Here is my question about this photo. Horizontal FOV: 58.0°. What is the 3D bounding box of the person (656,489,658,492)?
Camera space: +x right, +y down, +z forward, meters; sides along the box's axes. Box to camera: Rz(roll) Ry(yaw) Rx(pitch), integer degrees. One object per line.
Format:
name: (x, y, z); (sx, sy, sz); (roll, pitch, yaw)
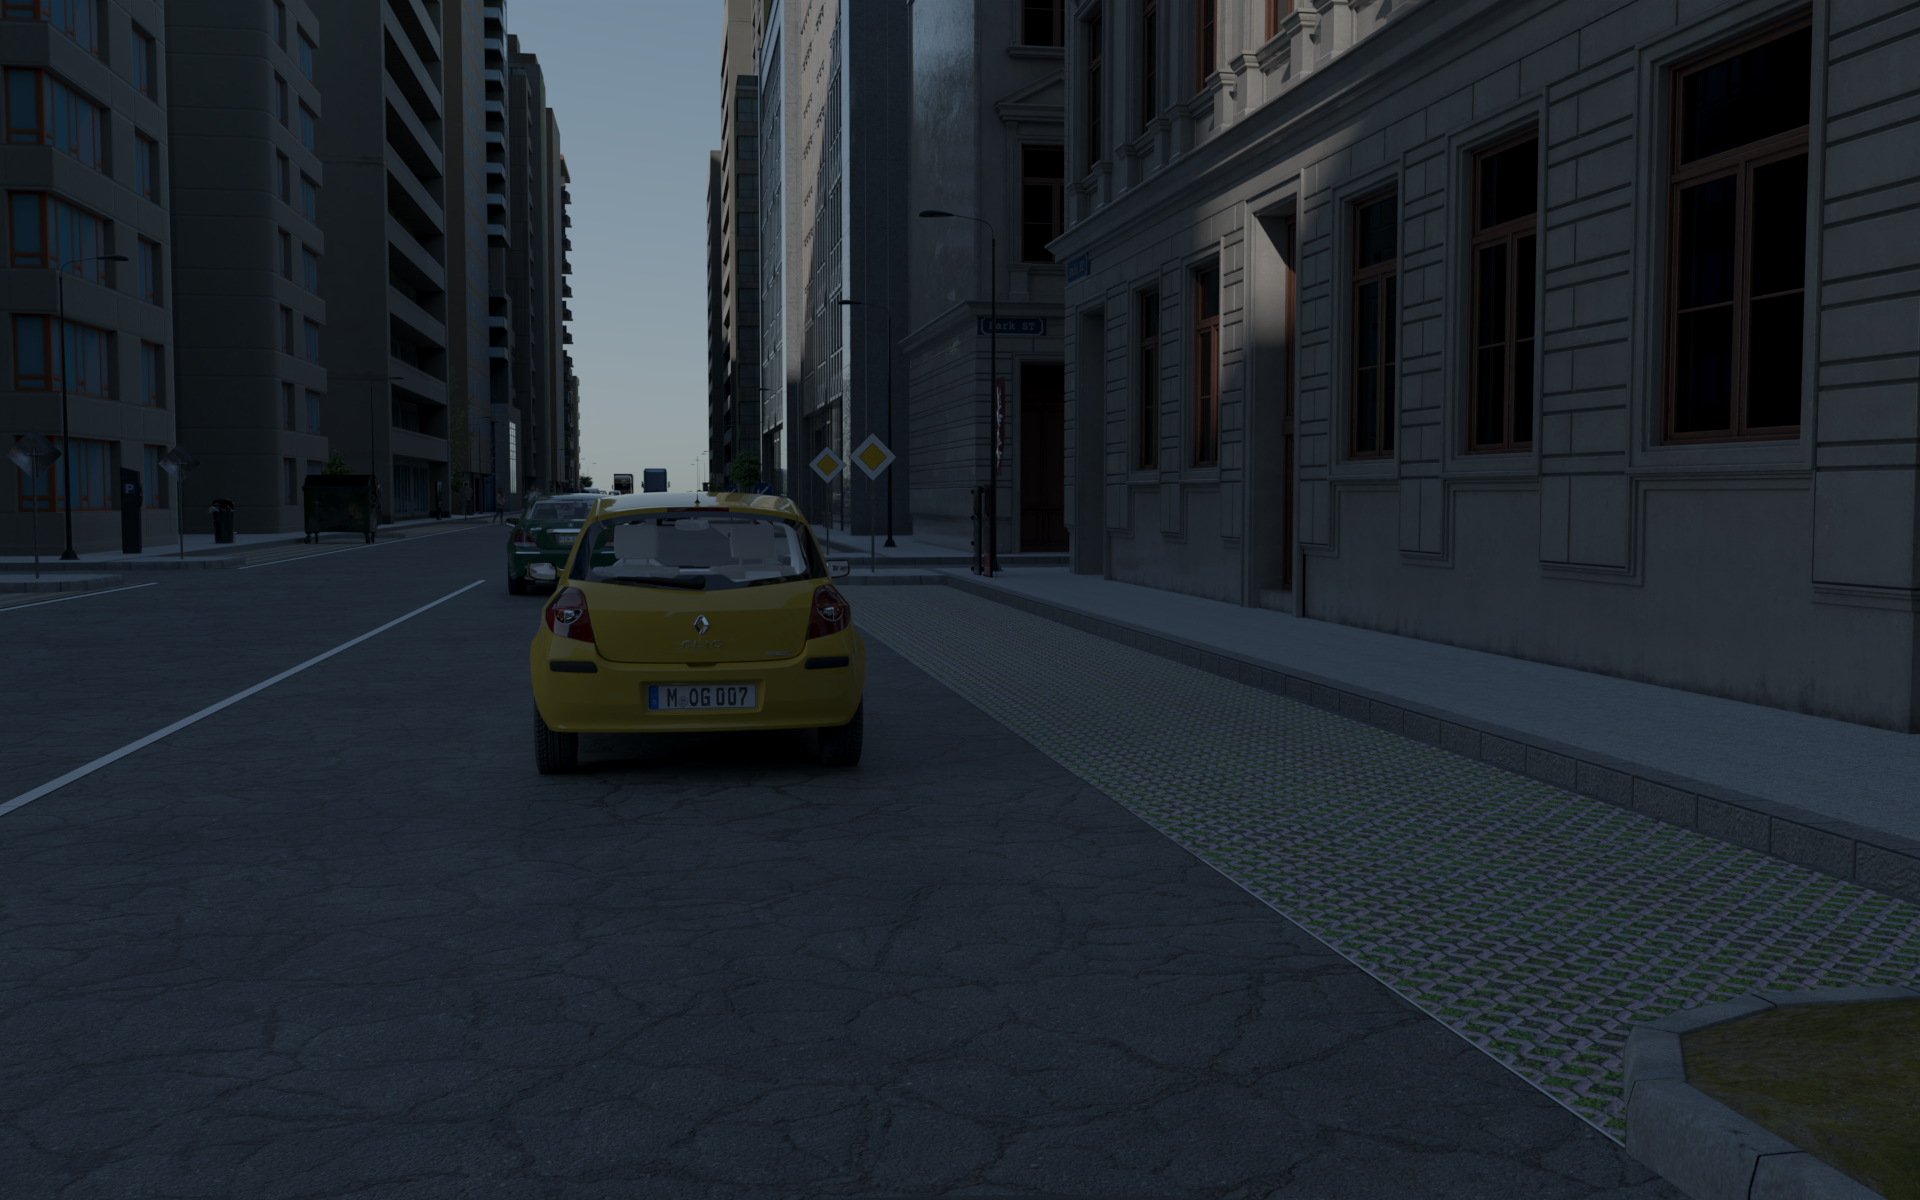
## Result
person: (-25.237, -8.311, 144.345); (1.348, 1.831, 0.705); (-1, 4, -20)

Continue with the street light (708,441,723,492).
street light: (-20.960, -10.912, 150.945); (1.470, 5.913, 1.316); (-1, 4, -10)

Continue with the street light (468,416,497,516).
street light: (-28.591, -7.988, 103.139); (1.470, 5.913, 1.316); (-1, 4, -10)

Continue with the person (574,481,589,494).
person: (-13.546, -3.300, 61.813); (0.648, 1.900, 0.474); (-1, 4, -18)

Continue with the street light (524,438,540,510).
street light: (-35.561, -10.483, 143.938); (1.470, 5.913, 1.316); (-1, 4, -10)

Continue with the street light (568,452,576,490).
street light: (-43.520, -13.369, 191.116); (1.470, 5.913, 1.316); (-1, 4, -10)

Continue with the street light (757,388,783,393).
street light: (-8.182, -6.324, 75.946); (1.470, 5.913, 1.316); (-1, 4, -10)

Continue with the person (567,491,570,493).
person: (-33.711, -8.589, 149.718); (1.217, 1.735, 0.721); (3, 4, 36)

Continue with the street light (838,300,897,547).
street light: (-2.227, -4.225, 41.624); (1.470, 5.913, 1.316); (-1, 4, -10)

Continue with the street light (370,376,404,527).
street light: (-22.639, -5.863, 68.407); (1.470, 5.913, 1.316); (-1, 4, -10)

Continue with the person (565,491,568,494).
person: (-33.467, -8.441, 147.316); (0.445, 1.727, 0.742); (0, 4, -3)

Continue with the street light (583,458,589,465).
street light: (-49.589, -15.501, 225.974); (1.470, 5.913, 1.316); (-1, 4, -10)

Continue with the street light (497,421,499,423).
street light: (-29.817, -8.382, 109.581); (1.470, 5.913, 1.316); (-1, 4, -10)

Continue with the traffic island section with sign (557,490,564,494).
traffic island section with sign: (-36.723, -9.219, 159.360); (1.989, 1.847, 2.006); (-1, 4, -10)

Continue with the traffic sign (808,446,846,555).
traffic sign: (-2.770, -1.991, 36.202); (0.795, 2.450, 0.064); (-1, 4, -10)

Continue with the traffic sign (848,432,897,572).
traffic sign: (-1.428, -1.510, 28.330); (0.795, 2.450, 0.064); (-1, 4, -10)

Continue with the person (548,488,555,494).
person: (-26.747, -6.422, 113.581); (1.350, 1.814, 0.705); (1, 4, 9)

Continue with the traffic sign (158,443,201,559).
traffic sign: (-15.337, -1.862, 34.088); (0.795, 2.450, 0.064); (-1, 4, -10)

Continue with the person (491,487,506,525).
person: (-21.052, -4.280, 79.063); (0.643, 1.750, 0.593); (0, 3, 0)

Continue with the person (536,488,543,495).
person: (-24.624, -5.659, 101.123); (0.635, 1.810, 0.391); (2, 4, 24)

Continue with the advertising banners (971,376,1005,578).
advertising banners: (0.433, -1.869, 26.749); (0.090, 3.025, 2.074); (-1, 4, -12)

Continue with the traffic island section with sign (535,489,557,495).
traffic island section with sign: (-32.187, -7.594, 132.788); (1.989, 1.847, 2.006); (-1, 4, -10)

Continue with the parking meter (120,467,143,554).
parking meter: (-17.815, -1.930, 37.263); (0.399, 1.863, 0.255); (-1, 4, -15)

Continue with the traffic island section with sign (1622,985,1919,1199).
traffic island section with sign: (2.501, 0.316, 3.468); (1.989, 1.847, 2.006); (-1, 4, -10)

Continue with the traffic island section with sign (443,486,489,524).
traffic island section with sign: (-23.759, -4.567, 83.297); (1.989, 1.847, 2.006); (-1, 4, -10)

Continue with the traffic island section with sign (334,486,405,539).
traffic island section with sign: (-19.149, -2.916, 56.310); (1.989, 1.847, 2.006); (-1, 4, -10)

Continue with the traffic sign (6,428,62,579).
traffic sign: (-13.996, -1.381, 26.216); (0.795, 2.450, 0.064); (-1, 4, -10)

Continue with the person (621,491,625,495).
person: (-40.295, -12.174, 207.635); (1.350, 1.814, 0.705); (-3, 5, -44)

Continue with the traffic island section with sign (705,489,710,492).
traffic island section with sign: (-11.198, -4.602, 83.868); (1.989, 1.847, 2.006); (-1, 4, -10)

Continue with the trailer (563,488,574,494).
trailer: (-37.528, -9.727, 166.084); (1.471, 1.999, 3.904); (-1, 4, -10)

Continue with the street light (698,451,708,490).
street light: (-28.829, -13.785, 197.926); (1.470, 5.913, 1.316); (-1, 4, -10)

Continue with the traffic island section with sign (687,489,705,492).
traffic island section with sign: (-24.272, -9.291, 160.541); (1.989, 1.847, 2.006); (-1, 4, -10)

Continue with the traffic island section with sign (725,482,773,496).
traffic island section with sign: (-6.668, -2.977, 57.294); (1.989, 1.847, 2.006); (-1, 4, -10)

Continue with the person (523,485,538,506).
person: (-18.911, -4.143, 76.334); (0.679, 1.850, 0.850); (-1, 4, -11)

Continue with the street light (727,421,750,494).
street light: (-13.961, -8.416, 110.144); (1.470, 5.913, 1.316); (-1, 4, -10)

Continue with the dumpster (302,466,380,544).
dumpster: (-17.887, -2.758, 50.038); (1.985, 2.255, 1.502); (-1, 4, -8)

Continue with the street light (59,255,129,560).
street light: (-16.819, -3.738, 33.654); (1.470, 5.913, 1.316); (-1, 4, -10)

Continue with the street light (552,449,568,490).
street light: (-41.384, -12.574, 178.128); (1.470, 5.913, 1.316); (-1, 4, -10)

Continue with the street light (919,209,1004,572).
street light: (0.018, -3.424, 28.527); (1.470, 5.913, 1.316); (-1, 4, -10)
